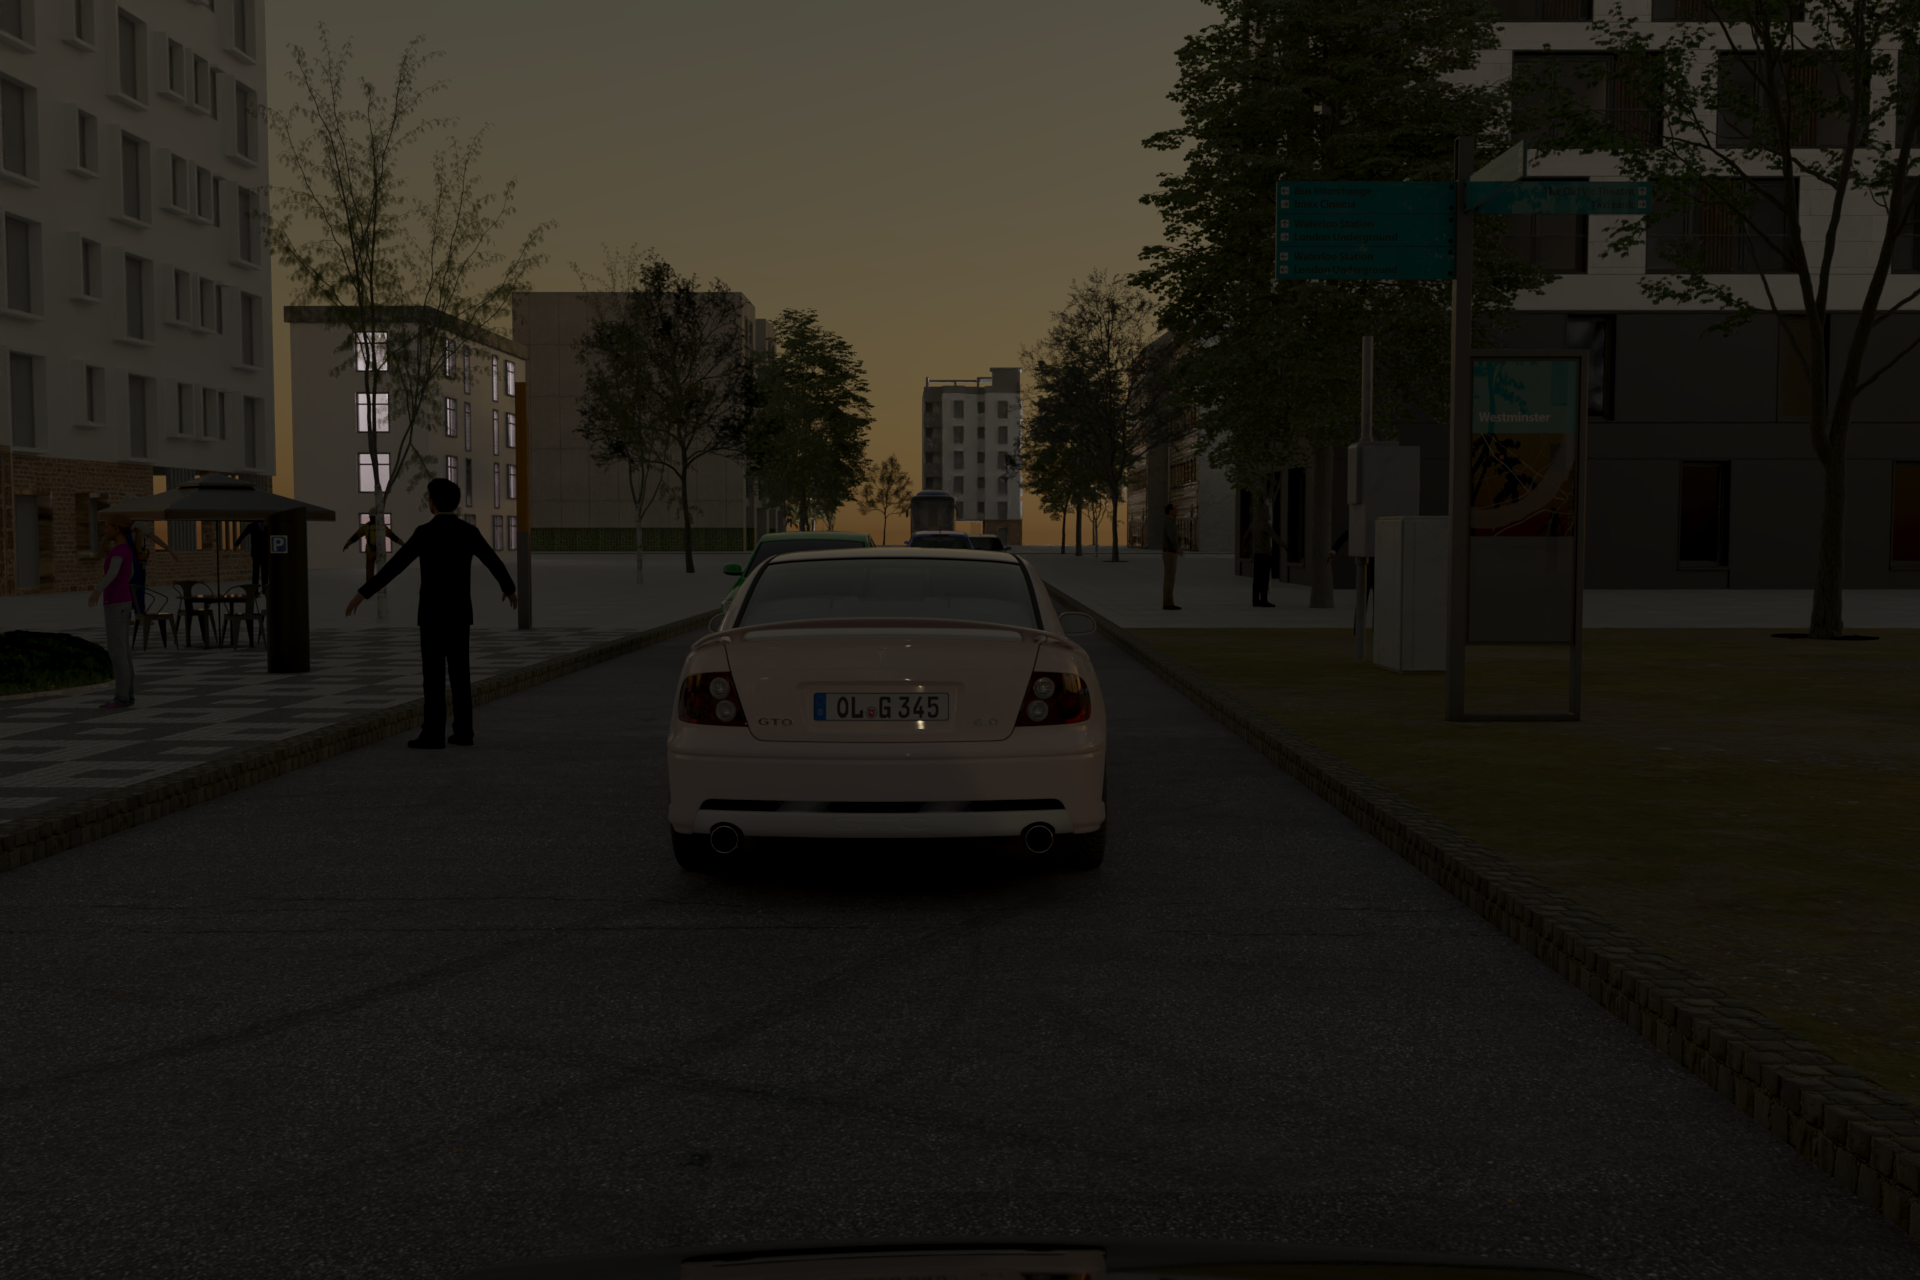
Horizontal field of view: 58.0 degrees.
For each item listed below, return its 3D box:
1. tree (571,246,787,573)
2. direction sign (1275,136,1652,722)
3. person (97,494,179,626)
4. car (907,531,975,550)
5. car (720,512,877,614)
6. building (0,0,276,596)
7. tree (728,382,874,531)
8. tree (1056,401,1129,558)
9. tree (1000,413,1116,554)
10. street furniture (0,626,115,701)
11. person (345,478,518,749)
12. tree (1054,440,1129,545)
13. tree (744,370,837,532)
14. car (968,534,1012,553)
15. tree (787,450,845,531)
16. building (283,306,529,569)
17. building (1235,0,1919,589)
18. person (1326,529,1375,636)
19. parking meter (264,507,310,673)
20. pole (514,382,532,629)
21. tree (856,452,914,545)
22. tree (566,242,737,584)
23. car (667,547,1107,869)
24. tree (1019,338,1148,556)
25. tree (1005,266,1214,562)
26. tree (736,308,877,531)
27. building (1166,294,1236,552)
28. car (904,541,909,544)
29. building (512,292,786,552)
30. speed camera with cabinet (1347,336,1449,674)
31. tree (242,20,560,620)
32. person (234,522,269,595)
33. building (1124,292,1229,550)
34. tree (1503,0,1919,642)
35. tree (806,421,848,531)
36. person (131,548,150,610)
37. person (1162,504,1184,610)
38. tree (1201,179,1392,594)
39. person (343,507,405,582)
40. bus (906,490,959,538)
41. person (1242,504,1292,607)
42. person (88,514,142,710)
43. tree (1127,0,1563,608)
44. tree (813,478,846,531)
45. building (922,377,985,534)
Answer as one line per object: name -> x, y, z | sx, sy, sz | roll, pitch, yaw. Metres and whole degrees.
tree -> -9.254, -7.492, 56.914 | 7.601, 10.594, 8.767 | 0, 4, -7
direction sign -> 3.398, -1.374, 11.222 | 2.525, 3.948, 1.411 | 0, 4, 0
person -> -11.596, -1.129, 24.312 | 1.347, 1.847, 0.705 | 1, 4, 16
car -> -0.408, -1.545, 34.852 | 1.945, 1.707, 3.694 | 0, 4, -1
car -> -1.673, -0.687, 20.029 | 1.959, 1.807, 4.718 | 0, 3, 0
building -> -24.617, -10.991, 36.119 | 16.016, 20.090, 11.380 | 0, 4, 1
tree -> -8.749, -10.048, 98.696 | 8.767, 10.594, 7.601 | -3, 4, -36
tree -> 7.327, -8.658, 91.925 | 4.360, 8.622, 3.978 | 0, 3, 0
tree -> 6.475, -10.735, 109.932 | 8.767, 10.594, 7.601 | 1, 4, 13
street furniture -> -10.071, 0.195, 12.437 | 5.734, 0.657, 10.072 | 0, 4, 2
person -> -3.489, -0.185, 11.669 | 0.705, 1.806, 1.347 | 3, 4, 37
tree -> 15.099, -17.529, 196.963 | 12.009, 13.543, 11.850 | 0, 3, 0
tree -> -7.758, -7.859, 78.853 | 4.737, 8.622, 4.395 | 0, 3, 0
car -> 0.613, -2.694, 53.825 | 2.009, 1.686, 4.222 | 0, 3, 0
tree -> -16.768, -17.368, 202.096 | 7.486, 12.596, 7.792 | 0, 3, 0
building -> -23.865, -8.300, 77.853 | 9.099, 9.664, 28.070 | 0, 4, 1
building -> 22.496, -12.946, 55.644 | 27.936, 21.610, 32.646 | 0, 4, 0
person -> 4.972, -0.862, 20.817 | 1.216, 1.740, 0.721 | -1, 4, -9
parking meter -> -6.250, -0.469, 16.086 | 0.372, 1.533, 0.369 | 0, 3, 0
pole -> -5.890, -1.805, 23.359 | 0.158, 3.312, 0.155 | 0, 3, 0
tree -> -8.325, -16.029, 196.481 | 7.601, 10.594, 8.767 | 0, 4, 2
tree -> -8.290, -5.739, 44.194 | 4.360, 8.622, 3.978 | 0, 3, 0
car -> -0.306, 0.218, 8.796 | 2.083, 1.381, 4.827 | 0, 4, 0
tree -> 7.177, -11.116, 99.880 | 7.486, 12.596, 7.792 | 0, 3, 0
tree -> 7.072, -10.338, 79.401 | 12.009, 13.543, 11.850 | 0, 3, 0
tree -> -7.787, -10.361, 87.526 | 7.486, 12.596, 7.792 | 0, 3, 0
building -> 26.188, -18.383, 131.487 | 19.493, 23.208, 18.063 | 0, 4, 0
car -> -1.682, -4.442, 82.225 | 1.945, 1.707, 3.694 | 0, 4, 0
building -> -24.290, -16.879, 142.429 | 16.747, 18.905, 31.486 | 0, 3, 0
speed camera with cabinet -> 4.280, -1.369, 16.724 | 0.660, 3.252, 2.038 | 0, 4, -1
tree -> -8.912, -4.617, 25.845 | 4.360, 8.622, 3.978 | 0, 3, 0
person -> -14.797, -1.862, 36.661 | 0.704, 1.802, 1.346 | 2, 4, 35
building -> 24.728, -19.586, 151.155 | 19.493, 23.208, 18.063 | 0, 4, 1
tree -> 10.532, -5.808, 20.712 | 9.928, 11.665, 9.643 | 0, 3, 0
tree -> -8.064, -9.550, 106.499 | 4.360, 8.622, 3.978 | 0, 3, 0
person -> -14.036, -1.405, 29.429 | 0.721, 1.772, 1.216 | -3, 5, -43
person -> 3.595, -1.415, 29.403 | 0.705, 1.796, 1.348 | 0, 3, 0
tree -> 6.354, -5.283, 36.737 | 4.360, 8.622, 3.978 | 0, 3, 0
person -> -12.416, -1.897, 36.782 | 1.354, 1.858, 0.705 | -1, 4, -9
bus -> -1.489, -6.663, 100.486 | 2.896, 3.916, 12.251 | 0, 4, 0
person -> 5.333, -1.487, 30.440 | 0.705, 1.813, 1.348 | -2, 4, -28
person -> -6.266, -0.214, 12.764 | 0.599, 1.433, 0.991 | -1, 4, -15
tree -> 6.512, -6.806, 29.410 | 7.486, 12.596, 7.792 | 0, 3, 0
tree -> -14.553, -14.952, 194.821 | 4.737, 8.622, 4.395 | 0, 3, 0
building -> -3.994, -20.888, 200.394 | 11.380, 20.090, 16.016 | 0, 4, -6
